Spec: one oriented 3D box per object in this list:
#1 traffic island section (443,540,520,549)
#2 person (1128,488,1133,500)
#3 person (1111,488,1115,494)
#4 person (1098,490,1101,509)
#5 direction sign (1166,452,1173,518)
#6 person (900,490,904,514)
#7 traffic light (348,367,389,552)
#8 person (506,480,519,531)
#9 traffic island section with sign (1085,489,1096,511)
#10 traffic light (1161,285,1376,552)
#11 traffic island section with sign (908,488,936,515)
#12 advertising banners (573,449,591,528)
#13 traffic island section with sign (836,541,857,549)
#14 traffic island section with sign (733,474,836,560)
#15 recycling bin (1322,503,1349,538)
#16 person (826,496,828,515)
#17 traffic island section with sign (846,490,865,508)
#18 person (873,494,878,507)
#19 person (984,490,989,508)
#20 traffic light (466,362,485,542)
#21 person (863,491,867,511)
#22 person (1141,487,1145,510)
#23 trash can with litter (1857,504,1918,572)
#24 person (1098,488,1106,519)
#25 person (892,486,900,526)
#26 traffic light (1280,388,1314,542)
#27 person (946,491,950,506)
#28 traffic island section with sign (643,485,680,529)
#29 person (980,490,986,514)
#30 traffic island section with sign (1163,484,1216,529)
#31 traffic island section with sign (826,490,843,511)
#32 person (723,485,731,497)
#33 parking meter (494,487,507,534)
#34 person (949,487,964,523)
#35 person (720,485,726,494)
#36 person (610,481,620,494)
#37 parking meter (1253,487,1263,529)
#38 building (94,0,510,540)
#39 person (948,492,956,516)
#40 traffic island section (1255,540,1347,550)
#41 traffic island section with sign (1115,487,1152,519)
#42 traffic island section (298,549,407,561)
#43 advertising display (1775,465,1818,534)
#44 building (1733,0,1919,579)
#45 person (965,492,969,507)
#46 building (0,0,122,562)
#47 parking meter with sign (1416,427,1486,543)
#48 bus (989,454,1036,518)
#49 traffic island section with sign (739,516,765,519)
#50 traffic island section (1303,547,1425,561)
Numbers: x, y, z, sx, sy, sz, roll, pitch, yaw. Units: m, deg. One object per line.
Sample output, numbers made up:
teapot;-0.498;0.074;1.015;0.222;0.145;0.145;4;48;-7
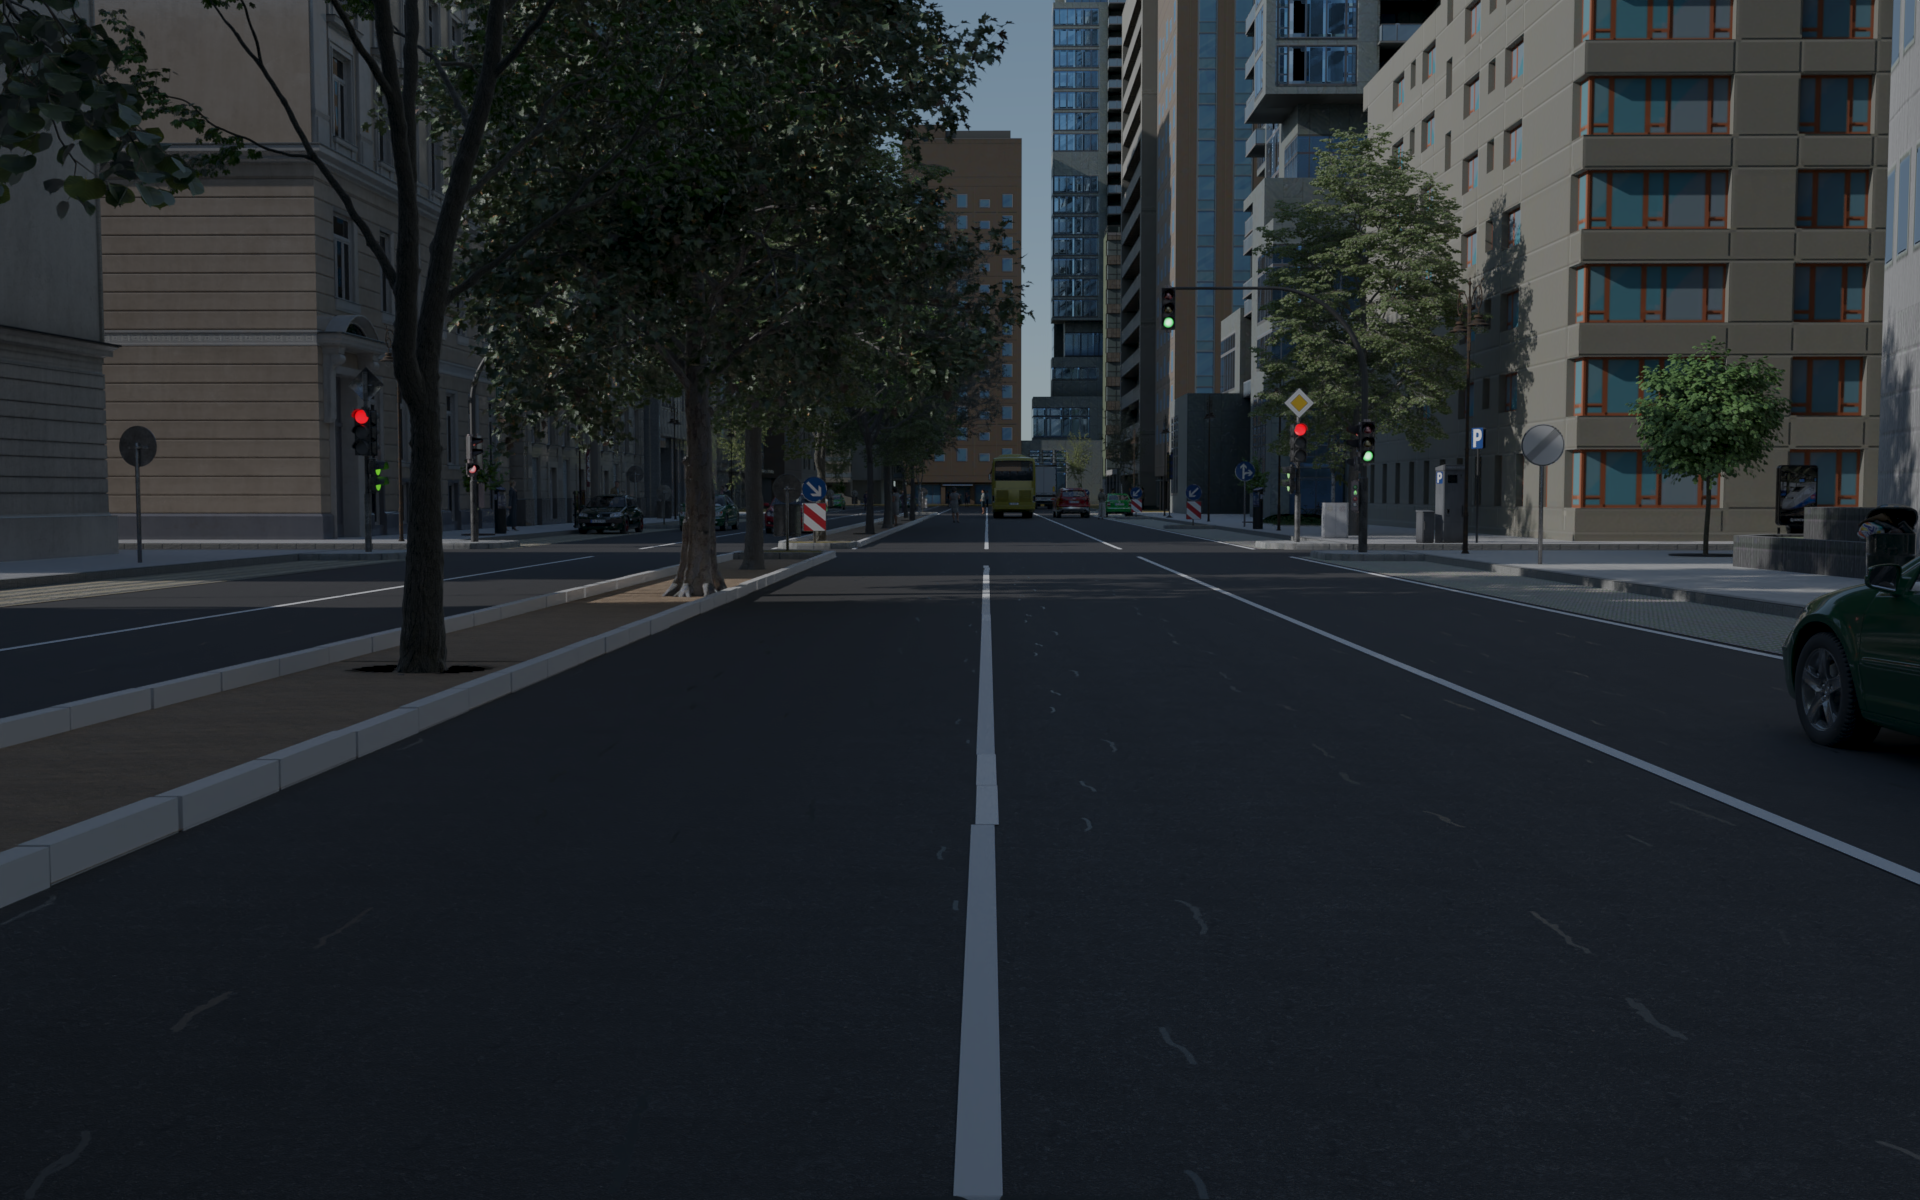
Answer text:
traffic island section;-13.037;-1.480;46.475;2.009;0.180;2.903;0;4;1
person;13.908;-8.280;141.447;0.705;1.821;1.348;1;4;22
person;14.282;-9.478;161.099;0.705;1.812;1.348;-1;4;-16
person;12.342;-8.927;152.551;0.434;1.755;0.990;1;4;12
direction sign;11.359;-6.228;93.817;0.379;3.537;0.876;-1;4;-14
person;-4.284;-7.211;126.849;0.568;1.767;0.683;0;4;-8
traffic light;-13.122;-3.024;38.355;0.839;4.253;0.868;0;4;1
person;-15.686;-3.307;60.533;0.534;1.772;0.576;-2;4;-35
traffic island section with sign;10.599;-8.527;148.041;1.989;1.847;2.006;0;4;1
traffic light;6.744;-3.869;37.921;4.771;5.953;1.251;0;4;1
traffic island section with sign;-2.635;-6.910;121.117;2.006;1.907;1.989;0;4;1
advertising banners;-14.324;-4.253;65.716;0.090;3.025;2.074;0;4;6
traffic island section with sign;-3.797;-2.315;45.987;2.006;1.907;1.989;0;4;1
traffic island section with sign;-3.922;-1.862;38.581;2.006;1.907;1.989;0;4;1
recycling bin;10.920;-2.317;50.435;0.722;1.027;0.722;1;4;9
person;-9.313;-6.588;120.468;0.306;1.304;0.590;0;4;4
traffic island section with sign;-10.684;-10.277;176.656;1.989;1.847;2.006;0;4;1
person;-10.010;-11.506;196.631;1.348;1.824;0.705;1;4;21
person;2.872;-10.784;184.808;0.705;1.826;1.348;-1;4;-13
traffic light;-10.904;-4.384;46.342;4.771;5.953;1.251;0;4;1
person;-8.086;-8.554;149.283;0.541;1.710;0.530;-1;4;-19
person;14.334;-7.972;136.392;0.705;1.823;1.348;1;4;22
trash can with litter;10.507;-0.509;19.706;0.624;1.170;1.055;1;4;23
person;8.079;-5.456;98.259;0.519;1.759;0.362;2;4;28
person;-2.900;-4.133;76.433;0.532;1.782;0.716;1;4;23
traffic light;8.962;-3.492;46.014;0.839;4.253;0.868;0;4;1
person;-1.353;-11.128;191.265;0.721;1.723;1.217;0;4;7
traffic island section with sign;-12.314;-3.867;71.861;1.989;1.847;2.006;0;4;1
person;1.564;-6.939;122.735;0.721;1.735;1.217;0;4;6
traffic island section with sign;9.396;-3.824;71.154;1.989;1.847;2.006;0;4;1
traffic island section with sign;-11.121;-8.579;148.891;1.989;1.847;2.006;0;4;1
person;-11.590;-4.758;85.661;0.474;1.900;0.648;-3;4;-36
parking meter;-14.862;-2.910;55.985;0.372;1.533;0.369;0;3;0
person;-0.167;-4.763;86.738;0.716;1.782;0.532;0;4;8
person;-14.874;-6.252;108.270;0.555;1.821;0.388;2;4;29
person;-14.431;-4.063;72.380;0.836;1.842;0.656;-1;4;-9
parking meter;10.873;-3.350;63.184;0.372;1.533;0.369;0;3;0
building;-23.920;-16.611;57.499;13.634;28.700;20.117;0;4;1
person;-0.385;-6.362;112.697;0.728;1.800;0.709;2;4;28
traffic island section;9.002;-1.459;46.128;2.009;0.180;2.903;0;4;1
traffic island section with sign;9.817;-5.473;98.106;1.989;1.847;2.006;0;4;1
traffic island section;-13.161;-0.991;38.491;2.009;0.180;2.903;0;4;1
advertising display;18.523;-2.027;38.360;0.974;1.923;0.123;-1;4;-12
building;23.169;-29.102;17.812;21.231;58.520;28.212;0;4;1
person;0.783;-10.894;188.081;0.593;1.643;0.415;1;4;19
building;-27.172;-10.236;31.986;19.286;19.102;10.561;0;4;1
parking meter with sign;12.831;-3.003;45.364;1.738;3.016;0.543;-1;4;-15
bus;3.202;-7.007;106.111;2.896;3.916;12.252;0;4;1
traffic island section with sign;-11.882;-5.560;99.537;1.989;1.847;2.006;0;4;1
traffic island section;8.877;-0.970;38.144;2.009;0.180;2.903;0;4;1
